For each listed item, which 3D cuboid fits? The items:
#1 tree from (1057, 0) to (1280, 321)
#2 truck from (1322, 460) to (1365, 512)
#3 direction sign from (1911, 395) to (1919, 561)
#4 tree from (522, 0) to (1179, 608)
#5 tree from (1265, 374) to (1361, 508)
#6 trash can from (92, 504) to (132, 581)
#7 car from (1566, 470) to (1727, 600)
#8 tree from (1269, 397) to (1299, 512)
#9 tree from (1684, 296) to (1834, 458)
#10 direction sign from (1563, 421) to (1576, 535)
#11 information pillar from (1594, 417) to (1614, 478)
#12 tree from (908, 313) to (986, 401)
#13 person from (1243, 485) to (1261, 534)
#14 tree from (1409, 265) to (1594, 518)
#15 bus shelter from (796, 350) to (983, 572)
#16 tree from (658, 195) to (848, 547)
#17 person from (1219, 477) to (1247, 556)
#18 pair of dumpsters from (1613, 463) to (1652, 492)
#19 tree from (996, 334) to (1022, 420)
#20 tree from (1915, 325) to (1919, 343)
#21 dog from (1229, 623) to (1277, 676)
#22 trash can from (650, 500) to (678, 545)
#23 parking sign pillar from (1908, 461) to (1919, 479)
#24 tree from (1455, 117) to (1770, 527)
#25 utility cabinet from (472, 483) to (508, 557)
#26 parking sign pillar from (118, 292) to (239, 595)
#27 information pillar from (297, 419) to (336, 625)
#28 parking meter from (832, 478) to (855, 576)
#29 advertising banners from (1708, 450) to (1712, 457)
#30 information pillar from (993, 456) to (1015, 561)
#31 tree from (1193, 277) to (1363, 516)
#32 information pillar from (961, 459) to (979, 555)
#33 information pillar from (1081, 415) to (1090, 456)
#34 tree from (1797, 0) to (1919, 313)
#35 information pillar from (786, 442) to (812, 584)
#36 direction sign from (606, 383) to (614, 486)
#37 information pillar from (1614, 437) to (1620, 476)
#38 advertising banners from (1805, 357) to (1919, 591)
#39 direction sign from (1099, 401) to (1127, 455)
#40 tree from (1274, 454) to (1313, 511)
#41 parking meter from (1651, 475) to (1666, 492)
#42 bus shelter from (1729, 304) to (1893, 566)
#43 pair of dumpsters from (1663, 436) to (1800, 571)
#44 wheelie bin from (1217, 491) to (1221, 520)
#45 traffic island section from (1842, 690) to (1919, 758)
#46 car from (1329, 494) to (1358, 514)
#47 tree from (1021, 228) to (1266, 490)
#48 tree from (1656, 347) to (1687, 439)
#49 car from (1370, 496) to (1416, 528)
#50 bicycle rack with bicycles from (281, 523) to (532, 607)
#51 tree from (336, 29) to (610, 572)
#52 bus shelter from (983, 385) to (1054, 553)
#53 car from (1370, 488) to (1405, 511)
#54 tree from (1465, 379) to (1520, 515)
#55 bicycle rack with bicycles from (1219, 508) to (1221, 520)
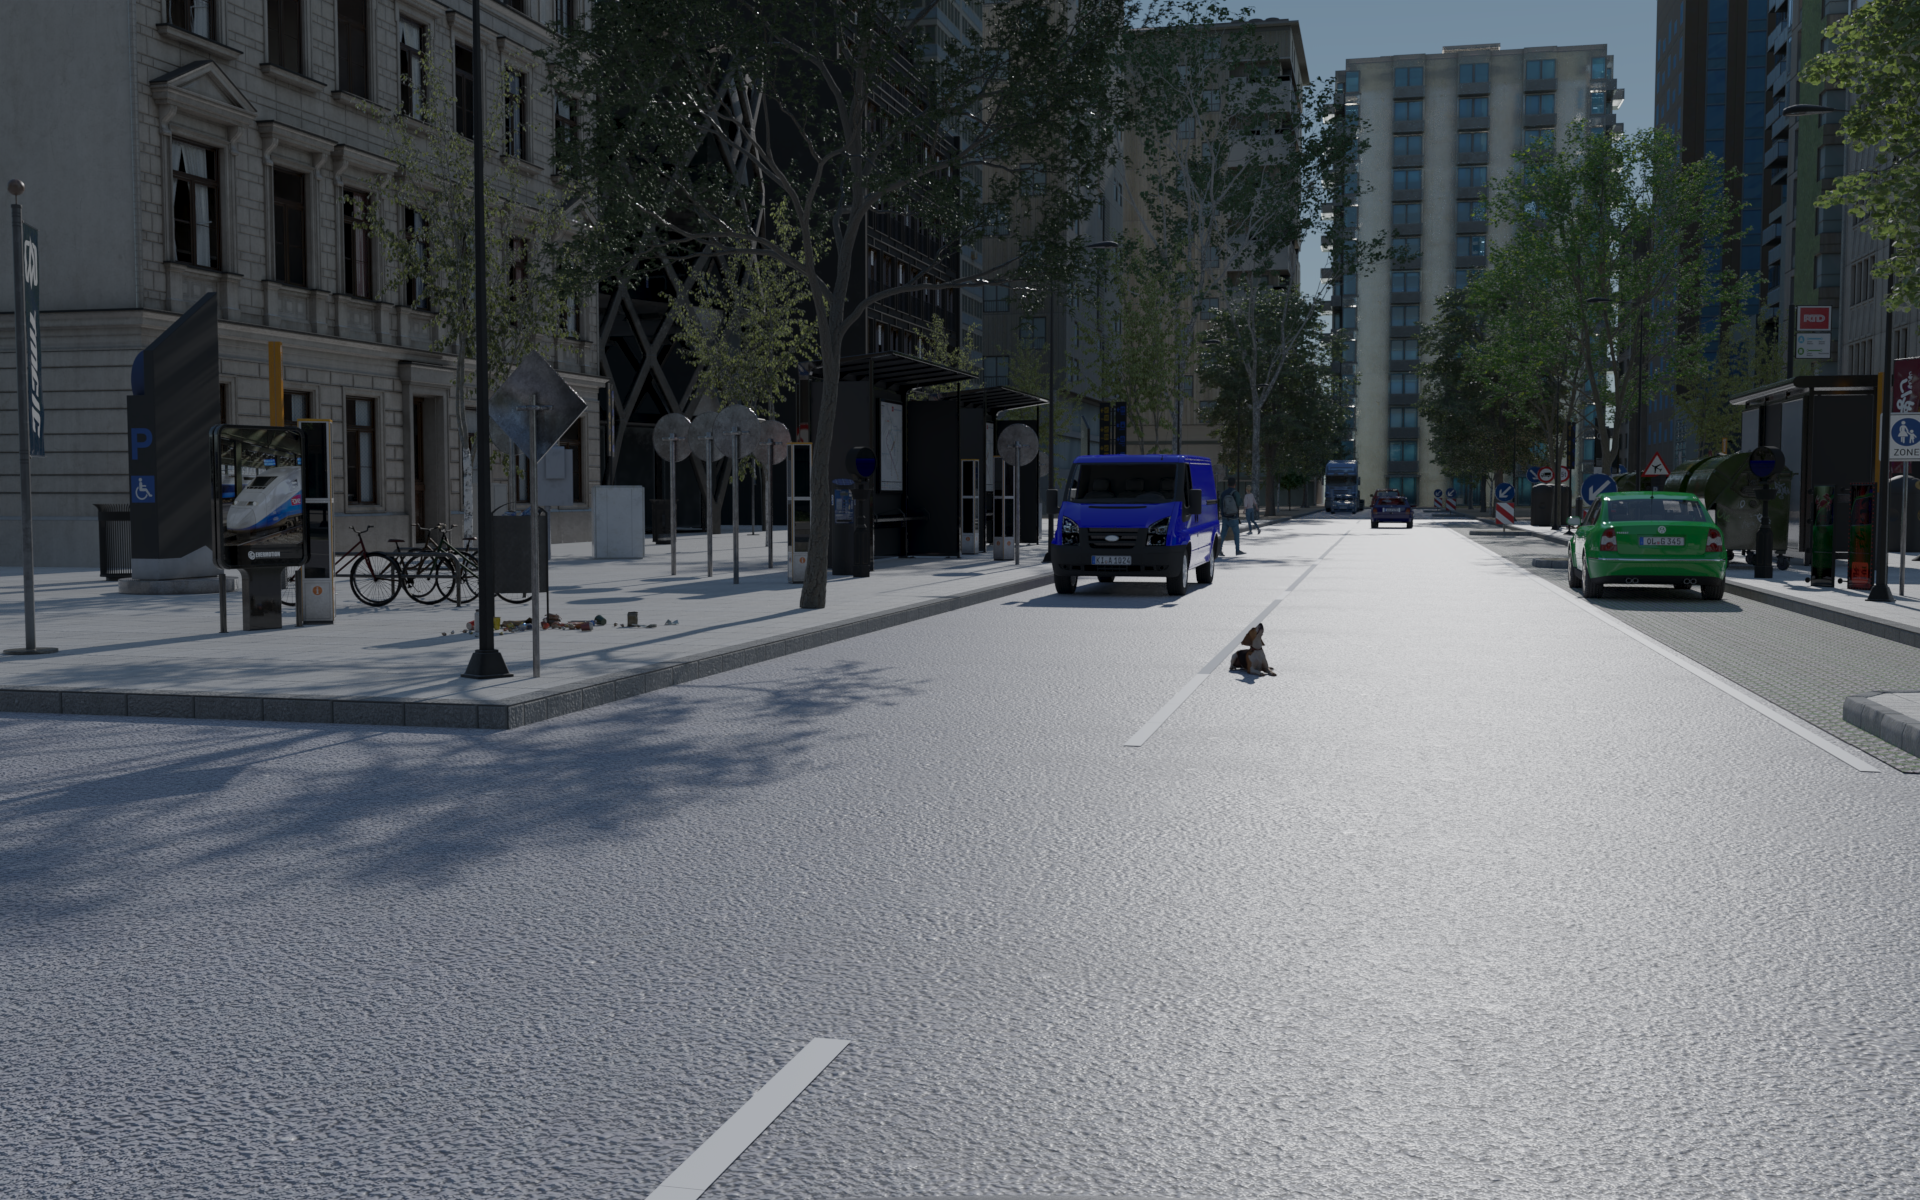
[{"bbox_3d":[9.187,-12.667,62.994,12.611,20.169,13.585,0,3,0],"label":"tree"},{"bbox_3d":[31.824,-9.364,142.852,2.967,4.110,18.799,1,4,15],"label":"truck"},{"bbox_3d":[18.433,-2.511,33.054,0.379,3.537,0.876,-3,5,-39],"label":"direction sign"},{"bbox_3d":[-1.349,-5.173,18.996,7.601,10.594,8.767,1,4,23],"label":"tree"},{"bbox_3d":[31.967,-14.855,159.893,9.611,12.733,9.660,0,3,0],"label":"tree"},{"bbox_3d":[-12.444,-0.860,25.710,0.748,1.137,0.748,0,3,0],"label":"trash can"},{"bbox_3d":[9.760,-0.979,24.797,1.959,1.807,4.718,1,4,15],"label":"car"},{"bbox_3d":[22.060,-10.424,120.797,4.737,8.622,4.395,0,3,0],"label":"tree"},{"bbox_3d":[30.594,-7.040,65.474,4.737,8.622,4.395,0,3,0],"label":"tree"},{"bbox_3d":[19.150,-3.813,54.335,0.379,3.537,0.876,2,4,34],"label":"direction sign"},{"bbox_3d":[19.655,-3.777,53.104,0.504,3.616,0.183,-1,4,-10],"label":"information pillar"},{"bbox_3d":[-0.412,-7.317,69.988,4.360,8.622,3.978,0,3,0],"label":"tree"},{"bbox_3d":[10.416,-3.196,61.434,0.598,1.740,0.731,2,4,33],"label":"person"},{"bbox_3d":[29.278,-11.465,94.106,9.857,13.997,8.962,0,3,0],"label":"tree"},{"bbox_3d":[-1.200,-2.465,31.584,1.731,3.624,6.357,1,4,14],"label":"bus shelter"},{"bbox_3d":[-4.916,-5.609,42.072,4.360,8.622,3.978,0,3,0],"label":"tree"},{"bbox_3d":[6.154,-1.900,39.552,0.713,1.824,0.794,-2,4,-26],"label":"person"},{"bbox_3d":[21.725,-3.244,55.526,1.574,2.255,4.437,1,4,14],"label":"pair of dumpsters"},{"bbox_3d":[3.371,-7.855,78.791,4.737,8.622,4.395,0,3,0],"label":"tree"},{"bbox_3d":[29.141,-6.046,49.212,4.737,8.622,4.395,0,3,0],"label":"tree"},{"bbox_3d":[2.421,0.379,13.993,0.550,0.427,0.748,2,4,33],"label":"dog"},{"bbox_3d":[-7.543,-1.989,44.170,0.748,1.137,0.748,0,3,0],"label":"trash can"},{"bbox_3d":[30.901,-4.195,57.059,1.447,3.967,1.447,1,4,22],"label":"parking sign pillar"},{"bbox_3d":[17.672,-7.412,46.943,9.928,11.665,9.643,0,3,0],"label":"tree"},{"bbox_3d":[-9.439,-1.593,34.723,0.318,1.500,1.173,-3,5,-39],"label":"utility cabinet"},{"bbox_3d":[-10.239,-2.087,22.601,1.447,3.967,1.447,1,4,13],"label":"parking sign pillar"},{"bbox_3d":[-6.339,-0.770,17.076,0.304,2.012,0.304,-1,4,-16],"label":"information pillar"},{"bbox_3d":[-1.840,-1.161,27.388,0.372,1.533,0.369,0,3,0],"label":"parking meter"},{"bbox_3d":[29.935,-4.495,69.680,0.090,3.025,2.074,1,4,9],"label":"advertising banners"},{"bbox_3d":[0.846,-1.763,33.309,0.304,2.012,0.304,-3,5,-40],"label":"information pillar"},{"bbox_3d":[18.326,-11.905,101.309,9.857,13.997,8.962,0,3,0],"label":"tree"},{"bbox_3d":[0.212,-1.964,36.605,0.304,2.012,0.304,1,4,18],"label":"information pillar"},{"bbox_3d":[3.709,-3.671,51.374,0.183,3.616,0.504,-1,4,-21],"label":"information pillar"},{"bbox_3d":[11.130,-5.952,15.448,7.486,12.596,7.792,0,3,0],"label":"tree"},{"bbox_3d":[-2.295,-1.242,24.794,0.304,2.012,0.304,-1,4,-19],"label":"information pillar"},{"bbox_3d":[-7.200,-2.676,35.746,0.379,3.537,0.876,0,4,-4],"label":"direction sign"},{"bbox_3d":[27.085,-4.907,71.582,0.183,3.616,0.504,0,4,-6],"label":"information pillar"},{"bbox_3d":[12.057,-1.648,23.135,0.090,3.025,2.074,-1,4,-11],"label":"advertising banners"},{"bbox_3d":[3.765,-3.101,42.695,0.379,3.537,0.876,-3,5,-42],"label":"direction sign"},{"bbox_3d":[25.254,-9.119,132.816,4.285,4.588,4.351,0,3,0],"label":"tree"},{"bbox_3d":[20.973,-2.834,52.053,0.255,1.863,0.399,-1,4,-23],"label":"parking meter"},{"bbox_3d":[16.808,-3.483,34.579,2.179,5.291,8.768,1,4,14],"label":"bus shelter"},{"bbox_3d":[13.789,-1.750,31.104,1.574,2.255,4.437,1,4,14],"label":"pair of dumpsters"},{"bbox_3d":[11.352,-4.299,78.198,0.693,1.594,0.980,-2,4,-27],"label":"wheelie bin"},{"bbox_3d":[6.327,0.761,9.840,2.009,0.180,2.903,1,4,14],"label":"traffic island section"},{"bbox_3d":[27.699,-6.912,125.008,2.014,1.417,4.499,1,4,14],"label":"car"},{"bbox_3d":[4.966,-5.920,47.154,4.737,8.622,4.395,0,3,0],"label":"tree"},{"bbox_3d":[32.235,-7.588,74.425,4.737,8.622,4.395,0,3,0],"label":"tree"},{"bbox_3d":[18.473,-3.755,73.968,1.945,1.354,3.894,1,4,15],"label":"car"},{"bbox_3d":[-6.279,-0.438,20.546,2.925,0.926,2.852,1,4,11],"label":"bicycle rack with bicycles"},{"bbox_3d":[-7.898,-4.778,28.489,4.360,8.622,3.978,0,3,0],"label":"tree"},{"bbox_3d":[0.787,-3.020,40.664,1.731,3.624,6.357,1,4,14],"label":"bus shelter"},{"bbox_3d":[28.658,-6.577,116.212,2.281,1.827,5.304,1,4,14],"label":"car"},{"bbox_3d":[31.943,-9.387,103.838,4.737,8.622,4.395,0,3,0],"label":"tree"},{"bbox_3d":[11.820,-4.253,82.912,2.852,0.926,2.925,-1,4,-11],"label":"bicycle rack with bicycles"}]
